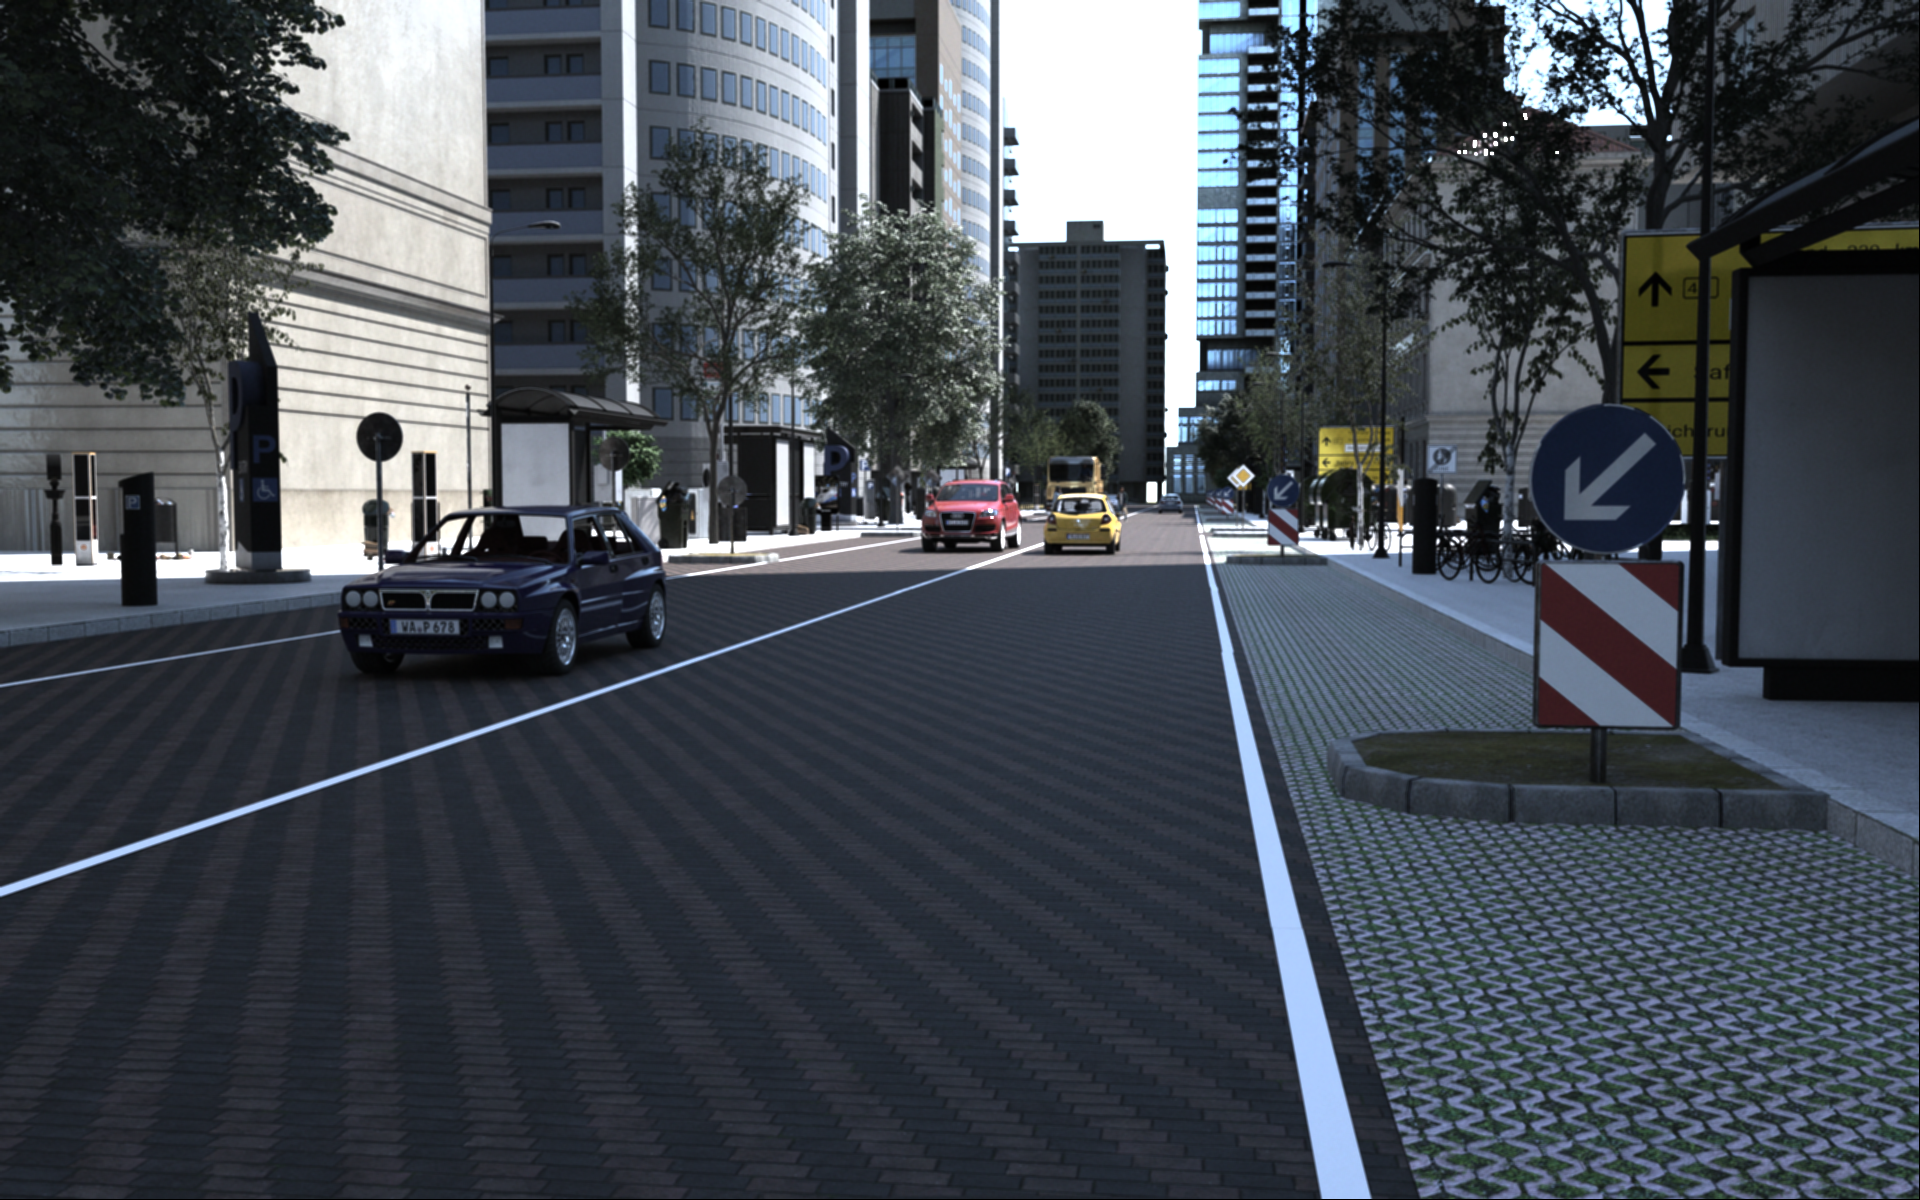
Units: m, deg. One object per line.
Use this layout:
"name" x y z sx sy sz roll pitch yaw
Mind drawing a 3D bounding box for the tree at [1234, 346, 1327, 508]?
"tree" 15.458 -8.275 85.654 4.737 8.622 4.395 0 3 0

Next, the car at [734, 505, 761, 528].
"car" -9.248 -3.429 65.655 3.694 1.707 1.945 0 4 7

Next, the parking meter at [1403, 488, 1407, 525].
"parking meter" 18.578 -3.933 72.708 0.372 1.533 0.369 0 3 0

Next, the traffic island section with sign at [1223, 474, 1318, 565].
"traffic island section with sign" 6.494 -1.650 35.612 1.989 1.847 2.006 0 4 8

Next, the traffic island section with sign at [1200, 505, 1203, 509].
"traffic island section with sign" 17.449 -6.639 117.182 1.989 1.847 2.006 0 4 8

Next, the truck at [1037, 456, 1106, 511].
"truck" 6.085 -5.839 91.393 3.469 3.379 9.791 0 4 7

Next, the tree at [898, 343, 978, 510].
"tree" -1.379 -8.100 82.801 4.737 8.622 4.395 0 3 0

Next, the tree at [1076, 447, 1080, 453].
"tree" 8.942 -12.921 161.620 4.737 8.622 4.395 0 3 0

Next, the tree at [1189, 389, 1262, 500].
"tree" 32.820 -18.623 211.146 9.857 13.997 8.962 0 3 0

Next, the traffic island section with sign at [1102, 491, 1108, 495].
"traffic island section with sign" 16.438 -11.425 195.422 1.989 1.847 2.006 0 4 8

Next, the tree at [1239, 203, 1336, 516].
"tree" 9.959 -5.686 43.322 4.360 8.622 3.978 0 3 0

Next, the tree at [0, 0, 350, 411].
"tree" -10.492 -6.778 17.470 9.857 13.997 8.962 0 3 0

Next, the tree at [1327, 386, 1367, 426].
"tree" 24.370 -9.948 113.013 4.737 8.622 4.395 0 3 0

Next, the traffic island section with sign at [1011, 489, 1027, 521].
"traffic island section with sign" 2.501 -5.079 91.662 1.989 1.847 2.006 0 4 8

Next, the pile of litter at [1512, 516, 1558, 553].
"pile of litter" 12.724 -1.517 38.773 1.719 0.858 1.176 -2 4 -35

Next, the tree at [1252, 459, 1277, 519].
"tree" 16.299 -5.875 90.659 1.663 3.219 1.824 0 3 0

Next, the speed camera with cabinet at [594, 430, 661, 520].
"speed camera with cabinet" -10.043 -3.550 52.372 2.038 3.252 0.660 1 4 21

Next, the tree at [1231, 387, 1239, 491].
"tree" 15.169 -7.989 80.990 4.360 8.622 3.978 0 3 0

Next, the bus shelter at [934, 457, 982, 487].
"bus shelter" -0.138 -6.209 95.442 2.014 3.302 5.546 0 4 8

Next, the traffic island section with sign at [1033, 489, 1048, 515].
"traffic island section with sign" 6.085 -6.713 118.379 1.989 1.847 2.006 0 4 8

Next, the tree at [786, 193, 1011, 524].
"tree" -2.675 -10.278 74.703 9.857 13.997 8.962 0 3 0

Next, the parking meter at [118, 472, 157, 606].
"parking meter" -9.475 -0.706 19.960 0.372 1.533 0.369 0 3 0

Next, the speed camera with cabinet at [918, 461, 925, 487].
"speed camera with cabinet" -1.189 -5.940 91.457 2.038 3.252 0.660 1 4 12

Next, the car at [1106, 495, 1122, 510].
"car" 13.942 -8.956 158.800 2.083 1.381 4.827 0 4 7

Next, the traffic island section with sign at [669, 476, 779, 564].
"traffic island section with sign" -4.901 -1.709 36.565 1.989 1.847 2.006 0 4 8

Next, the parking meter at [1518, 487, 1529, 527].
"parking meter" 21.713 -3.569 66.770 0.372 1.533 0.369 0 3 0

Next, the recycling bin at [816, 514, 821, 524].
"recycling bin" -5.834 -3.842 75.368 0.722 1.027 0.722 2 4 29

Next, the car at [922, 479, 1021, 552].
"car" 0.348 -2.200 44.648 2.281 1.827 5.304 1 4 9

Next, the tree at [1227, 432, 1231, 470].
"tree" 18.076 -9.242 101.462 4.360 8.622 3.978 0 3 0

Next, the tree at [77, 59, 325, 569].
"tree" -12.674 -4.824 29.229 4.360 8.622 3.978 0 3 0

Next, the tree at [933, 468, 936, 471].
"tree" -1.595 -7.291 113.816 1.663 3.219 1.824 0 3 0

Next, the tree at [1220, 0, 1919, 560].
"tree" 7.077 -5.161 18.793 8.767 10.594 7.601 0 4 -6

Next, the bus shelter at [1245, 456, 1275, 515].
"bus shelter" 19.191 -7.302 110.673 1.731 3.624 6.357 0 4 7

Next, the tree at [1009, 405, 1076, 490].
"tree" 5.995 -11.683 141.386 4.737 8.622 4.395 0 3 0

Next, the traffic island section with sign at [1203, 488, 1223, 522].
"traffic island section with sign" 13.860 -5.005 90.466 1.989 1.847 2.006 0 4 8

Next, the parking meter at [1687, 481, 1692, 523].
"parking meter" 27.872 -3.678 65.841 0.399 1.863 0.255 0 4 8

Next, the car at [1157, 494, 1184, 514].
"car" 15.605 -7.121 128.424 2.014 1.417 4.499 0 4 7

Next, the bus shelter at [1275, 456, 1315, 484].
"bus shelter" 18.403 -6.221 95.630 2.014 3.302 5.546 0 4 8

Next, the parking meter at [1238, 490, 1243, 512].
"parking meter" 19.614 -6.890 121.067 0.372 1.533 0.369 0 3 0

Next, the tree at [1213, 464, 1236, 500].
"tree" 29.099 -12.523 188.465 4.285 4.588 4.351 0 3 0

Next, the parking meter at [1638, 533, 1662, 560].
"parking meter" 13.143 -1.664 32.914 0.399 1.863 0.255 -1 4 -15

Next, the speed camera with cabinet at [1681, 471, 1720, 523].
"speed camera with cabinet" 30.295 -4.629 70.014 2.038 3.252 0.660 0 4 -4

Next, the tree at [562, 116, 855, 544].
"tree" -6.479 -6.691 43.806 8.767 10.594 7.601 2 4 23

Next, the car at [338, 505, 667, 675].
"car" -3.823 -0.149 15.013 1.945 1.354 3.894 0 4 7

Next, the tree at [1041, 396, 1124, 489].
"tree" 14.464 -17.428 201.955 9.611 12.733 9.660 0 3 0

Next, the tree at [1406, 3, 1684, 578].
"tree" 8.611 -4.646 26.324 4.360 8.622 3.978 0 3 0

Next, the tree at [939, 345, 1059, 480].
"tree" 1.432 -10.463 105.490 8.767 10.594 7.601 0 4 2

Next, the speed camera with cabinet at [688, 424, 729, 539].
"speed camera with cabinet" -7.201 -3.368 49.406 0.660 3.252 2.038 -2 4 -28

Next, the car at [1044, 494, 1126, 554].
"car" 3.047 -1.981 42.614 2.015 1.641 3.980 0 4 8

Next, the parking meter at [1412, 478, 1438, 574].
"parking meter" 7.477 -1.189 27.854 0.372 1.533 0.369 0 3 0

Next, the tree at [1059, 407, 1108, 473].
"tree" 12.447 -15.370 185.711 7.601 10.594 8.767 2 4 30

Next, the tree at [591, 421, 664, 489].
"tree" -14.518 -5.584 75.012 4.285 4.588 4.351 0 3 0

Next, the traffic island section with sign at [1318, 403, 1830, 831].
"traffic island section with sign" 2.835 0.015 8.390 1.989 1.847 2.006 0 4 8

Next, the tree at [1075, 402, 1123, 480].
"tree" 16.506 -18.066 213.507 7.486 12.596 7.792 0 3 0
